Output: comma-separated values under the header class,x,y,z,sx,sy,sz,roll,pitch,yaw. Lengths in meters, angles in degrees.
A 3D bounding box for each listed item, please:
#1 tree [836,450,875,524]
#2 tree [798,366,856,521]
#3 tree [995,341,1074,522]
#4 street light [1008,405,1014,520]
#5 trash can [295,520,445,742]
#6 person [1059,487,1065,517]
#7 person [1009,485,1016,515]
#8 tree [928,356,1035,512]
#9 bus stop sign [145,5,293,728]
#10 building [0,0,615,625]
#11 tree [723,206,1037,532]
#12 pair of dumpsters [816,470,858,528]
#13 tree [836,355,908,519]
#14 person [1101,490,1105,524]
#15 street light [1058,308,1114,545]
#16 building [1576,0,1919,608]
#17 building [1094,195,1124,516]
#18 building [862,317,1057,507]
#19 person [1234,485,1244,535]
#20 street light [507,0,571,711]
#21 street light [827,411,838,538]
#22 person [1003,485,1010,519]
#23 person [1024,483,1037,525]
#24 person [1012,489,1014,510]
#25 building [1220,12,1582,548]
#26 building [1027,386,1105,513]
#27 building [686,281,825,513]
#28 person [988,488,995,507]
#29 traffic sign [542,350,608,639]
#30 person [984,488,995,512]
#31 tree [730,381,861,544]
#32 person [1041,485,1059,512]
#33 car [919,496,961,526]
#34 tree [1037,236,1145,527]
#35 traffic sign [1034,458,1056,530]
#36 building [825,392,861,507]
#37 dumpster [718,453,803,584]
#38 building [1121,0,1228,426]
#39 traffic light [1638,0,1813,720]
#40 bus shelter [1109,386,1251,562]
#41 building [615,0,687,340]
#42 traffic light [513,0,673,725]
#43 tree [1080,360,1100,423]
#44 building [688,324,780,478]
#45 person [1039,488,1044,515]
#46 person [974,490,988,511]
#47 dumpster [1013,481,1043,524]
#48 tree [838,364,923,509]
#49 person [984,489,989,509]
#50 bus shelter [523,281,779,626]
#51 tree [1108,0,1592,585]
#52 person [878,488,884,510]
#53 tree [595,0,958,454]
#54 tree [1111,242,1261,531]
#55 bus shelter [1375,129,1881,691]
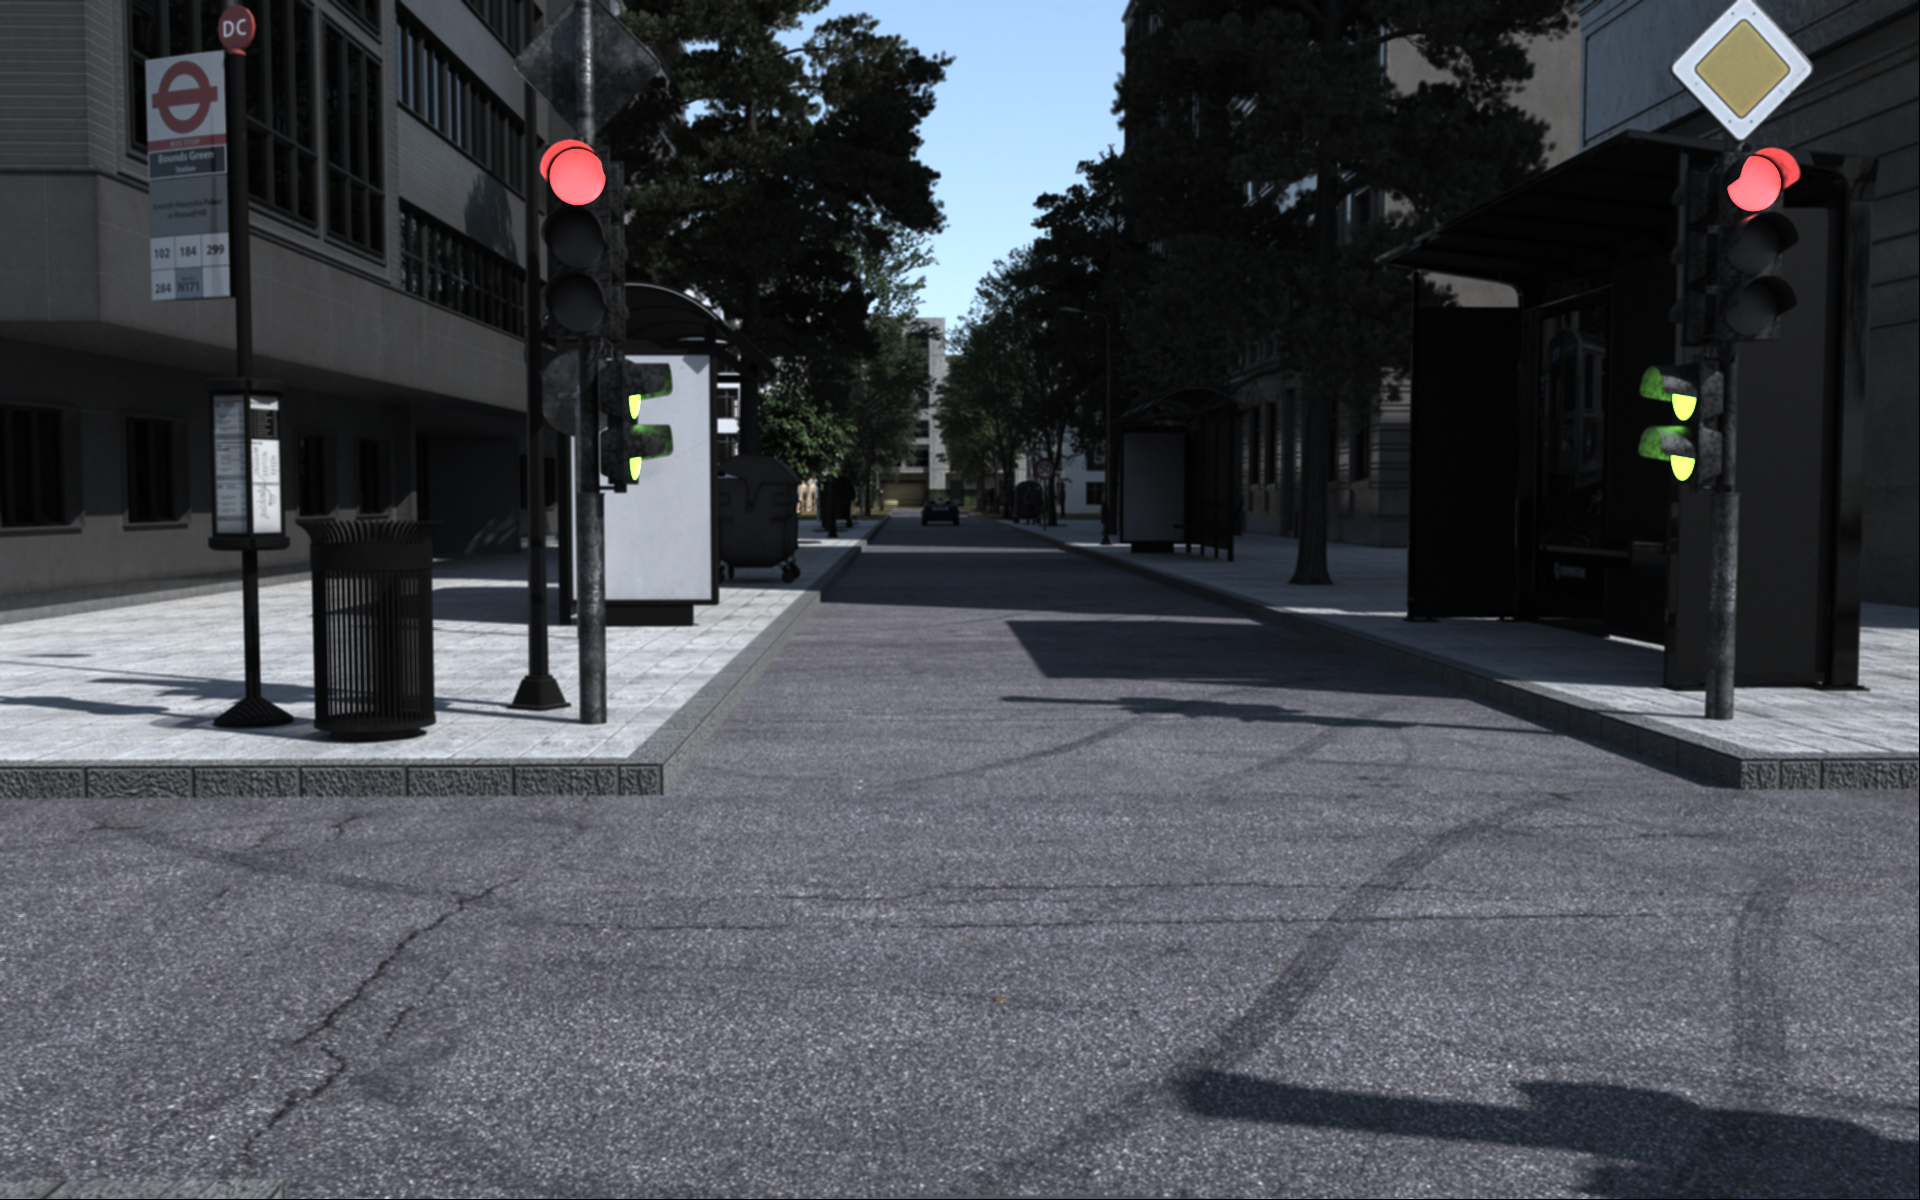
class,x,y,z,sx,sy,sz,roll,pitch,yaw
tree,-4.687,-4.839,73.726,1.663,3.219,1.824,0,3,0
tree,-6.768,-8.038,81.786,4.737,8.622,4.395,0,3,0
tree,3.579,-7.921,79.872,4.360,8.622,3.978,0,3,0
street light,1.962,-6.823,84.100,1.470,5.913,1.316,0,4,-2
trash can,-3.099,0.153,9.152,0.748,1.137,0.748,0,3,0
person,5.659,-5.510,96.099,0.705,1.831,1.348,0,4,-1
person,3.322,-6.225,107.840,1.348,1.822,0.705,-1,4,-19
tree,1.615,-12.566,123.575,7.486,12.596,7.792,0,3,0
bus stop sign,-4.157,-1.281,9.650,0.855,3.939,0.416,1,4,21
building,-15.047,-12.796,28.277,14.314,24.678,30.058,0,4,-2
tree,-4.432,-8.131,58.699,9.928,11.665,9.643,0,3,0
pair of dumpsters,-4.755,-3.944,66.972,1.574,2.255,4.436,0,4,-2
tree,-4.768,-8.413,87.907,4.360,8.622,3.978,0,3,0
person,6.228,-3.999,73.890,0.523,1.526,0.387,3,4,37
street light,3.148,-4.332,43.372,1.470,5.913,1.316,0,4,-2
building,24.915,-11.560,22.290,30.059,22.955,16.112,0,4,-2
building,15.504,-14.533,94.030,16.016,20.091,11.380,0,4,-2
building,5.615,-19.298,181.987,31.486,18.905,16.747,0,4,-2
person,8.583,-2.781,53.726,0.499,1.552,0.429,2,4,26
street light,-1.989,-2.306,10.243,1.470,5.913,1.316,0,4,-2
street light,-3.215,-4.797,50.970,1.470,5.913,1.316,0,4,-2
person,2.476,-5.040,89.171,0.721,1.743,1.217,1,4,22
person,2.903,-4.033,72.510,0.617,1.759,0.750,-1,4,-15
person,4.211,-7.961,137.147,0.756,1.711,0.436,-3,5,-43
building,14.653,-13.100,50.340,11.583,22.565,21.152,0,4,-2
building,10.807,-12.239,142.258,9.099,9.664,28.070,0,4,-2
building,-18.768,-16.793,130.980,16.016,20.091,11.380,0,4,-2
person,3.030,-9.258,157.417,0.705,1.824,1.348,3,4,38
traffic sign,-3.358,-0.930,15.305,0.768,2.556,0.104,0,4,7
person,2.183,-7.057,122.246,1.217,1.723,0.721,-2,4,-34
tree,-4.321,-3.766,45.286,4.285,4.588,4.351,0,3,0
person,4.556,-5.101,90.175,1.217,1.736,0.721,1,4,9
car,-0.910,-4.131,80.119,1.945,1.354,3.894,0,4,-1
tree,3.764,-8.746,68.752,9.928,11.665,9.643,0,3,0
traffic sign,3.000,-3.734,61.152,0.768,2.556,0.104,0,4,1
building,-15.803,-19.861,181.144,11.380,20.091,16.016,0,4,-2
dumpster,-2.995,-1.205,25.454,1.264,1.857,1.865,0,4,-2
building,15.198,-17.086,72.869,14.314,27.812,24.014,0,4,-2
traffic light,4.321,-1.257,9.789,0.839,4.213,0.868,0,4,-2
bus shelter,4.354,-2.528,35.253,2.014,3.302,5.546,0,4,-2
building,-16.139,-13.061,55.347,13.314,21.916,24.055,0,4,-2
traffic light,-2.037,-1.244,9.586,0.839,4.213,0.868,0,4,-2
tree,5.831,-6.738,60.533,4.737,8.622,4.395,0,3,0
building,-14.323,-9.621,99.451,9.099,9.664,28.070,0,4,-2
person,4.918,-6.061,105.861,1.217,1.735,0.721,1,4,18
person,1.556,-7.381,127.503,1.217,1.735,0.721,-1,4,-21
dumpster,2.975,-4.281,75.750,1.264,1.857,1.865,0,4,-2
tree,-7.660,-15.096,153.476,9.857,13.997,8.962,0,3,0
person,2.031,-8.623,147.558,0.750,1.759,0.617,-2,4,-27
bus shelter,-3.214,-1.549,19.247,2.014,3.302,5.546,0,4,-2
tree,5.110,-6.261,24.424,6.751,12.117,7.091,0,3,0
person,-6.220,-7.917,136.283,0.445,1.727,0.742,0,4,-3
tree,-3.948,-7.744,34.035,7.806,13.903,7.818,0,3,0
tree,6.422,-5.984,48.203,4.737,8.622,4.395,0,3,0
bus shelter,5.075,-1.409,14.324,1.731,3.624,6.357,0,4,-2
